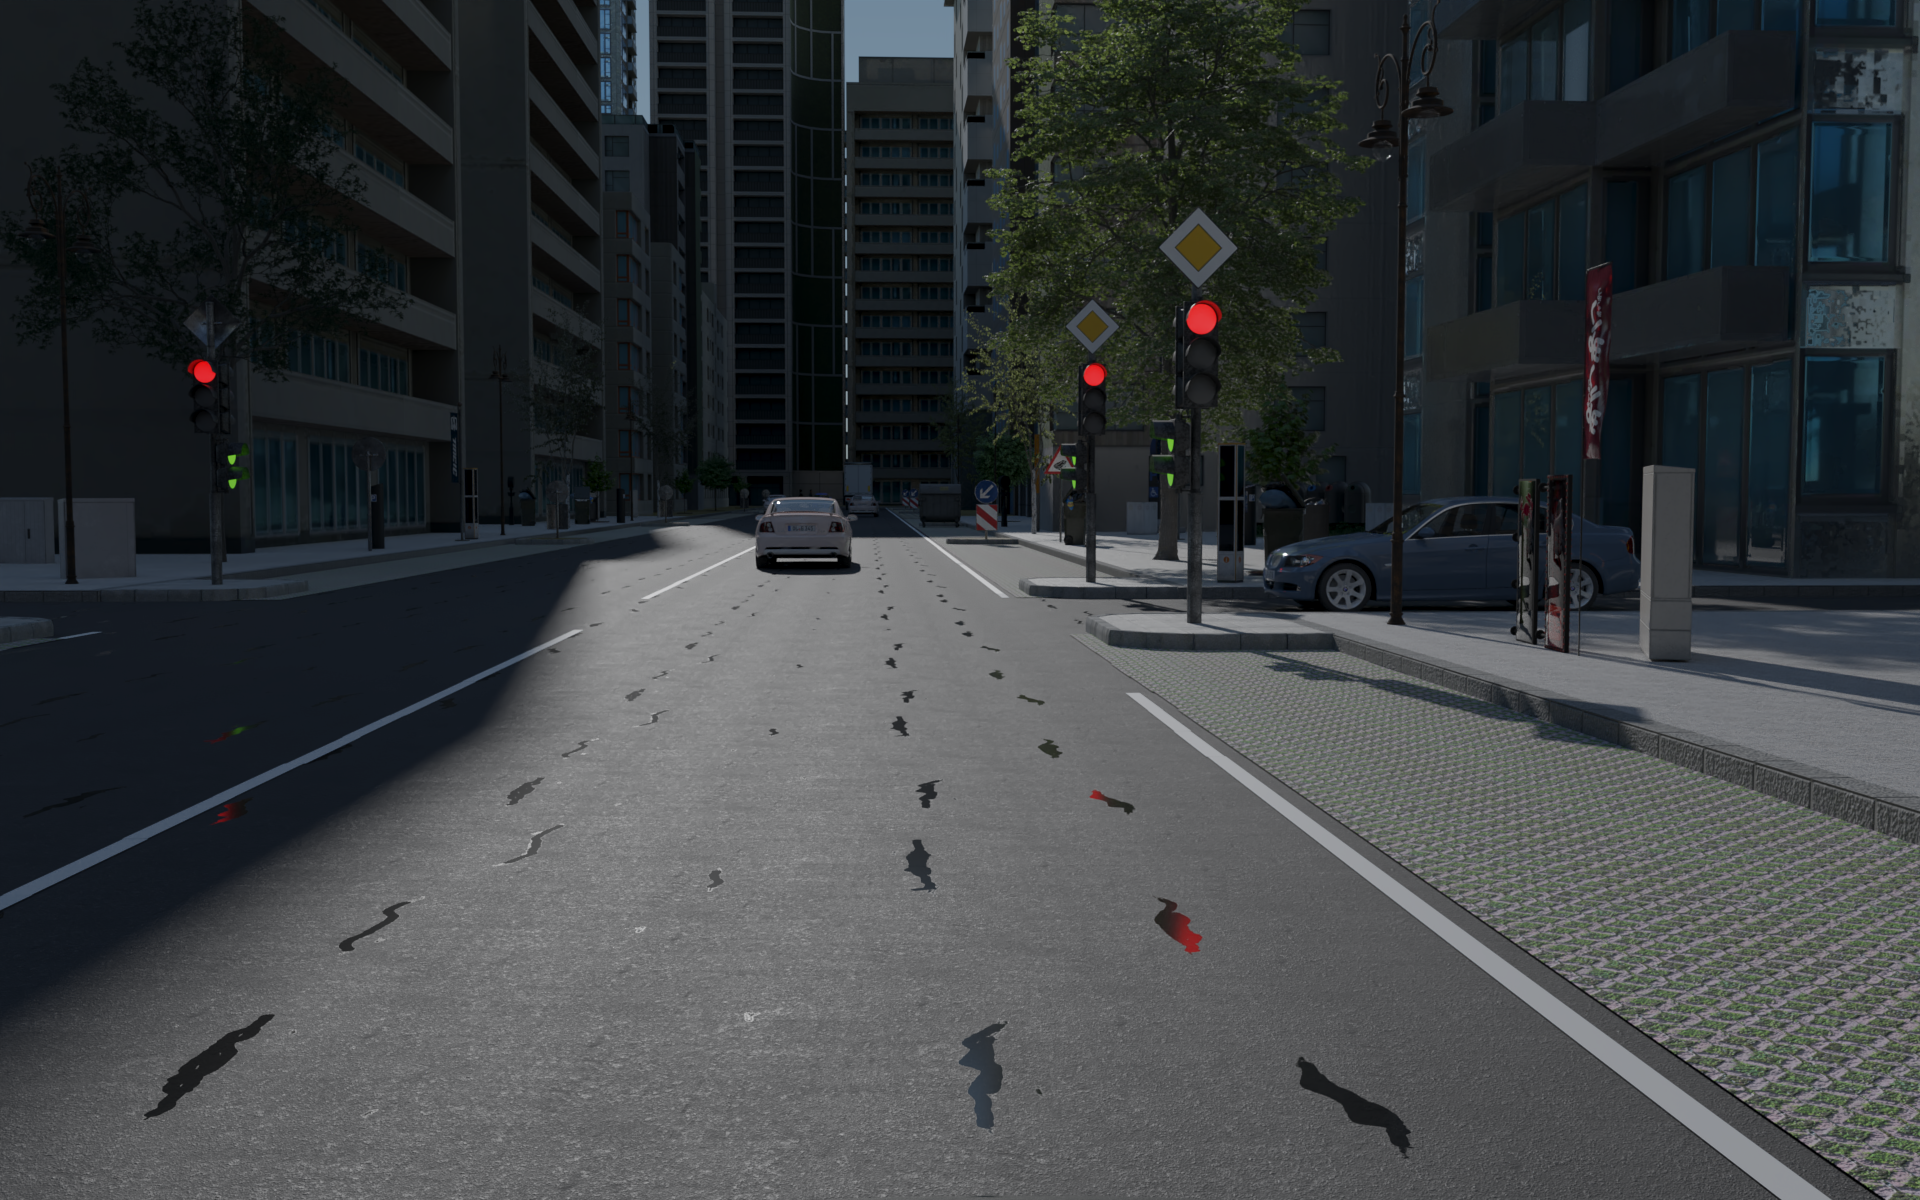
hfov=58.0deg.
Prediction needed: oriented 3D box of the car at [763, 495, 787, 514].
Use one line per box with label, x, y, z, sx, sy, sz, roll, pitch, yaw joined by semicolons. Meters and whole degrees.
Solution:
car;-13.619;-7.125;128.856;2.083;1.381;4.827;0;4;-4

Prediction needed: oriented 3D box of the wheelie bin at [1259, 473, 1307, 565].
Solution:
wheelie bin;4.823;-1.099;25.873;0.693;1.594;0.980;1;4;13

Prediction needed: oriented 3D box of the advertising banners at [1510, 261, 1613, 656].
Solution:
advertising banners;4.889;-1.097;14.125;0.090;3.025;2.074;0;3;0

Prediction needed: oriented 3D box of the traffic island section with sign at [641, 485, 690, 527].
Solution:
traffic island section with sign;-13.015;-4.166;76.735;1.989;1.847;2.006;0;4;-3

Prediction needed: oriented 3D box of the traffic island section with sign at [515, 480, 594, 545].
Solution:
traffic island section with sign;-11.560;-2.507;49.612;1.989;1.847;2.006;0;4;-3

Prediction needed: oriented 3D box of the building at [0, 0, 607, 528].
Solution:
building;-29.260;-27.999;81.484;21.300;48.544;21.600;0;4;-3

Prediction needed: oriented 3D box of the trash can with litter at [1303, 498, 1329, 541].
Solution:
trash can with litter;7.346;-1.392;33.813;2.233;1.210;1.678;0;4;2

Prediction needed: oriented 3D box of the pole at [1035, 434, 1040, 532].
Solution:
pole;2.637;-3.996;59.177;0.158;3.312;0.155;0;3;0

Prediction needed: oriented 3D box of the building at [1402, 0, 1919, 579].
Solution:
building;24.843;-25.403;34.951;30.456;49.044;23.786;0;4;-3

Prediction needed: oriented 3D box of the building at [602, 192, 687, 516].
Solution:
building;-33.339;-16.394;113.082;27.650;21.520;28.899;0;4;-3

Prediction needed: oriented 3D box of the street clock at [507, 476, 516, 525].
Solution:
street clock;-18.408;-4.066;71.049;0.358;2.002;0.471;0;4;-7

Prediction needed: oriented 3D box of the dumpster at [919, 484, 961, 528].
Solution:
dumpster;-0.851;-4.012;73.805;1.865;1.857;1.264;0;4;-2

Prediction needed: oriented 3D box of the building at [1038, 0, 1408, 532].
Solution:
building;9.782;-23.309;64.697;14.154;41.232;14.086;0;4;-3

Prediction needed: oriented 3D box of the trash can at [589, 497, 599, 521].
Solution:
trash can;-17.549;-4.327;82.398;0.748;1.137;0.748;0;3;0

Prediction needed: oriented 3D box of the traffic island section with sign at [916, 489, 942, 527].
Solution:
traffic island section with sign;-0.829;-4.170;76.815;1.989;1.847;2.006;0;4;-3

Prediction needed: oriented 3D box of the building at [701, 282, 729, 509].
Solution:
building;-36.914;-19.186;158.733;28.899;21.520;27.650;0;4;-3

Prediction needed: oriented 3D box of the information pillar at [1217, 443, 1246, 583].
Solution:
information pillar;3.917;-1.256;25.030;0.304;2.012;0.304;2;4;33

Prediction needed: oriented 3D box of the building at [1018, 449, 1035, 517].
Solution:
building;14.155;-39.823;89.353;20.563;71.187;20.611;0;4;-3

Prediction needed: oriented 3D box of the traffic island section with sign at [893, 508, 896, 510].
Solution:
traffic island section with sign;-4.955;-8.885;153.898;1.989;1.847;2.006;0;4;-3

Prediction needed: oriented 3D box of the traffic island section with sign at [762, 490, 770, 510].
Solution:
traffic island section with sign;-17.100;-8.841;153.171;1.989;1.847;2.006;0;4;-3

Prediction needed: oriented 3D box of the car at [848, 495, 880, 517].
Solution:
car;-6.044;-5.899;108.816;2.083;1.381;4.827;0;4;-2

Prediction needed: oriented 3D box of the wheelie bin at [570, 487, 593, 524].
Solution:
wheelie bin;-16.007;-3.997;73.267;0.980;1.594;0.693;-1;4;-10

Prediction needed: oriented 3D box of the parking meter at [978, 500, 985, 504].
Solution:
parking meter;0.963;-4.279;75.669;0.399;1.863;0.255;1;4;8

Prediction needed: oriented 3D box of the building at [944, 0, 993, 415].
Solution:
building;13.438;-34.952;160.704;28.713;52.752;27.495;0;4;-3

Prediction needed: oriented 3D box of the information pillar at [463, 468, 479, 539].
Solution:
information pillar;-13.836;-2.722;49.001;0.304;2.012;0.304;0;4;7

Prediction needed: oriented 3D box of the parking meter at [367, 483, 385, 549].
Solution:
parking meter;-13.668;-1.964;40.515;0.372;1.533;0.369;0;3;0

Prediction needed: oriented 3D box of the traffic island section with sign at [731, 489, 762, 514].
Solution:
traffic island section with sign;-15.649;-7.190;126.182;1.989;1.847;2.006;0;4;-3

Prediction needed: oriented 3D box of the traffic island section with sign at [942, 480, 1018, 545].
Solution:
traffic island section with sign;0.604;-2.517;49.773;1.989;1.847;2.006;0;4;-3

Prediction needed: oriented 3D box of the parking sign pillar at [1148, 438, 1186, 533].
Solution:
parking sign pillar;6.740;-4.201;57.158;1.447;3.967;1.447;3;4;38

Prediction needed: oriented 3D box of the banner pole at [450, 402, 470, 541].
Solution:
banner pole;-13.625;-3.482;46.951;0.401;3.779;0.863;0;4;8

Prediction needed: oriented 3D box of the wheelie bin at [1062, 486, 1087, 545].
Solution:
wheelie bin;2.922;-2.194;43.781;0.693;1.594;0.980;0;4;3

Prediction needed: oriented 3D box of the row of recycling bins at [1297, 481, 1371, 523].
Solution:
row of recycling bins;11.786;-2.963;55.564;1.069;1.692;3.534;-2;4;-32

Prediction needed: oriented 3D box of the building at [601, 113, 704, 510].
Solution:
building;-27.813;-22.221;135.007;14.160;30.474;14.107;0;4;-3

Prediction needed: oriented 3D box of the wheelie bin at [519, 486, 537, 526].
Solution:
wheelie bin;-17.352;-3.769;69.534;0.693;1.594;0.980;-1;4;-12

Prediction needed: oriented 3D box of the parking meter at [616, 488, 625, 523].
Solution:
parking meter;-14.986;-4.164;76.499;0.372;1.533;0.369;0;3;0

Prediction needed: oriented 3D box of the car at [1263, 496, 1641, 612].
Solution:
car;6.010;-0.573;21.377;4.499;1.417;2.014;0;4;-3

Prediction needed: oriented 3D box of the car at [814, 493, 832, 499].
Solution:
car;-12.824;-9.220;160.333;1.945;1.707;3.694;0;4;-1

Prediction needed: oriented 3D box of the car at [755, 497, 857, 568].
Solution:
car;-3.111;-1.380;34.919;2.083;1.381;4.827;0;4;-3

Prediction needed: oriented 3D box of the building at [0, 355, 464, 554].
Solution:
building;-26.588;-25.799;45.511;21.300;48.544;21.600;0;4;-3

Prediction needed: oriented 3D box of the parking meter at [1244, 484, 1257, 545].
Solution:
parking meter;7.238;-2.140;43.400;0.372;1.533;0.369;0;3;0

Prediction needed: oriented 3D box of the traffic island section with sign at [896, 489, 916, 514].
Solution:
traffic island section with sign;-3.498;-7.230;126.839;1.989;1.847;2.006;0;4;-3

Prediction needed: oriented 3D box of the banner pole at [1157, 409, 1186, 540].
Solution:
banner pole;5.916;-3.583;48.600;0.863;3.779;0.401;1;4;18

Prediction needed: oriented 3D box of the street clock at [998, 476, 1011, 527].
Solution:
street clock;1.734;-3.864;67.747;0.471;2.002;0.358;-2;4;-30
